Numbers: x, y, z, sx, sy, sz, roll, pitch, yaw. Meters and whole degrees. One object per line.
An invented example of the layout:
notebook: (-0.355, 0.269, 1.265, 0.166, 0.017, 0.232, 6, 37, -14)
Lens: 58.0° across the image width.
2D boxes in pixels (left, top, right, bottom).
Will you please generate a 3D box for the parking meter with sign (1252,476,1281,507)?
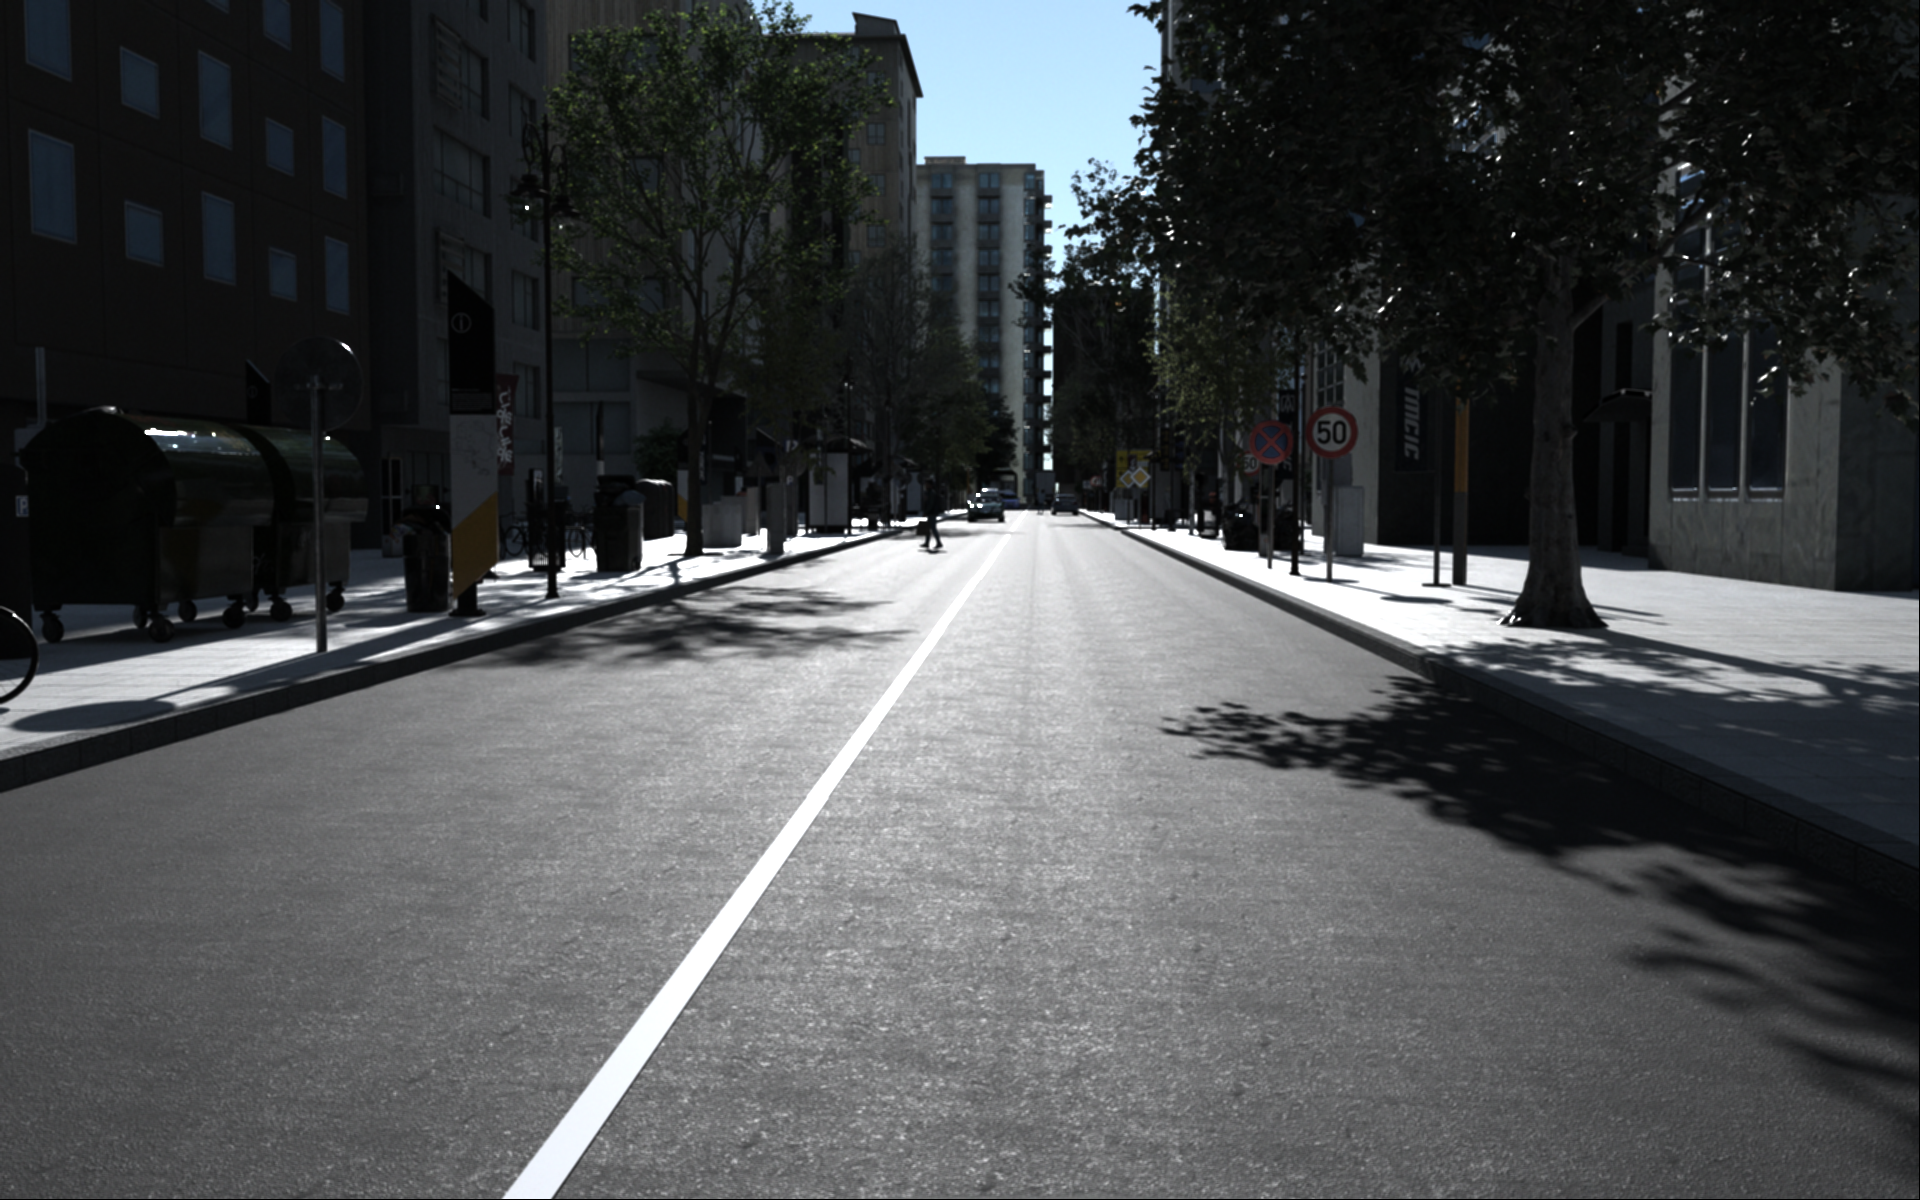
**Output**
parking meter with sign: (13.033, -4.818, 75.038, 1.738, 3.016, 0.543, 1, 4, 18)

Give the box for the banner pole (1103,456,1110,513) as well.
banner pole: (9.691, -7.613, 114.494, 0.863, 3.779, 0.401, -2, 4, -35)

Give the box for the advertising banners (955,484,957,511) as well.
advertising banners: (-0.299, -8.185, 130.014, 0.090, 3.025, 2.074, 0, 4, 1)

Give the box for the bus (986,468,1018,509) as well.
bus: (4.140, -10.635, 165.435, 2.896, 3.916, 12.252, 0, 4, 3)

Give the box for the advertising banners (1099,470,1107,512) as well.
advertising banners: (10.465, -7.854, 124.597, 0.090, 3.025, 2.074, 2, 4, 30)

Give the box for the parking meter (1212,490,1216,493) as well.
parking meter: (15.530, -5.935, 105.444, 0.372, 1.533, 0.369, 0, 3, 0)

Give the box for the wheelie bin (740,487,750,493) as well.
wheelie bin: (-9.859, -4.452, 80.697, 0.980, 1.594, 0.693, 1, 4, 11)

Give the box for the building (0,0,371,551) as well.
building: (-20.506, -23.303, 31.109, 14.600, 45.320, 14.200, 0, 4, 3)

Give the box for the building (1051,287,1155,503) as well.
building: (19.932, -28.823, 242.949, 14.107, 30.474, 14.160, 0, 4, 3)

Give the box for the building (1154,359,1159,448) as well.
building: (41.674, -24.646, 248.000, 28.899, 21.520, 27.650, 0, 4, 3)

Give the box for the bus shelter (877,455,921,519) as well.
bus shelter: (-3.388, -5.974, 91.598, 2.014, 3.302, 5.546, 0, 4, 3)

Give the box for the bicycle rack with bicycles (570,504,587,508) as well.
bicycle rack with bicycles: (-13.055, -2.809, 59.317, 2.925, 0.926, 2.852, 0, 4, 5)

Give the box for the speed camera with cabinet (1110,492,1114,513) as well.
speed camera with cabinet: (11.046, -7.403, 115.379, 2.038, 3.252, 0.660, 0, 4, -4)

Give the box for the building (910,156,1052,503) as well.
building: (-2.106, -38.449, 248.250, 30.456, 49.044, 23.786, 0, 4, 3)

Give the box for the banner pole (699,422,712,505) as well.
banner pole: (-8.905, -4.313, 60.533, 0.863, 3.779, 0.401, 2, 4, 33)

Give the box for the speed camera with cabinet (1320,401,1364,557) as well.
speed camera with cabinet: (8.015, -2.567, 36.302, 0.660, 3.252, 2.038, 0, 4, 2)

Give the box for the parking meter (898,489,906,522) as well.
parking meter: (-2.708, -4.421, 80.701, 0.372, 1.533, 0.369, 0, 3, 0)

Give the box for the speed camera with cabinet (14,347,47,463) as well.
speed camera with cabinet: (-12.857, -1.746, 22.880, 2.038, 3.252, 0.660, -2, 4, -33)

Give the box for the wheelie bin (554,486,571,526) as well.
wheelie bin: (-16.235, -3.819, 70.342, 0.980, 1.594, 0.693, 0, 4, 1)

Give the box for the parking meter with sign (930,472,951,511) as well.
parking meter with sign: (-1.622, -8.679, 138.163, 1.738, 3.016, 0.543, 0, 4, 7)

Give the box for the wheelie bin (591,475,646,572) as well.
wheelie bin: (-5.680, -1.275, 28.758, 0.980, 1.594, 0.693, 1, 4, 10)

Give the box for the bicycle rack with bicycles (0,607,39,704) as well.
bicycle rack with bicycles: (-7.042, 0.185, 10.351, 2.925, 0.926, 2.852, 0, 4, -8)

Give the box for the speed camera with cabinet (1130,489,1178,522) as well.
speed camera with cabinet: (9.054, -5.244, 80.078, 2.038, 3.252, 0.660, 0, 4, -3)

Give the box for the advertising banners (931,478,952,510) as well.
advertising banners: (-1.489, -8.851, 140.908, 2.074, 3.025, 0.090, 2, 4, 28)

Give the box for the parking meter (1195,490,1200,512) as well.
parking meter: (15.866, -6.548, 115.466, 0.372, 1.533, 0.369, 0, 3, 0)

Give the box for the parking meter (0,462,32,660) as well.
parking meter: (-7.462, -0.312, 13.506, 0.372, 1.533, 0.369, 0, 3, 0)

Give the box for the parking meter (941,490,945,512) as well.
parking meter: (-1.249, -6.956, 122.148, 0.372, 1.533, 0.369, 0, 3, 0)

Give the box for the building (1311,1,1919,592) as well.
building: (21.363, -44.191, 35.200, 22.319, 86.520, 31.000, 0, 4, 3)

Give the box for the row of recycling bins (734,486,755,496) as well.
row of recycling bins: (-14.055, -6.282, 109.821, 3.534, 1.692, 1.069, 1, 4, 14)

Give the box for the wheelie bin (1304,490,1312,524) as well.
wheelie bin: (15.261, -4.087, 74.735, 0.980, 1.594, 0.693, 1, 4, 9)

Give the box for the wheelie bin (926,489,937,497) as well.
wheelie bin: (-1.865, -6.570, 115.320, 0.980, 1.594, 0.693, -3, 5, -45)

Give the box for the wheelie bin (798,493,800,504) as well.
wheelie bin: (-8.658, -4.956, 88.936, 0.980, 1.594, 0.693, 3, 4, 37)

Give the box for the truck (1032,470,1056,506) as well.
truck: (10.200, -13.473, 209.191, 2.839, 4.237, 11.283, 0, 4, 2)

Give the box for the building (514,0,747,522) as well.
building: (-25.357, -30.685, 90.942, 28.713, 52.752, 27.495, 0, 4, 3)

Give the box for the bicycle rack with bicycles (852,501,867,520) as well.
bicycle rack with bicycles: (-5.518, -4.438, 85.940, 2.925, 0.926, 2.852, 1, 4, 17)

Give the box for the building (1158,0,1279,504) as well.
building: (30.387, -38.535, 172.052, 21.231, 58.520, 28.212, 0, 4, 3)

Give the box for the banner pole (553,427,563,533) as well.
banner pole: (-13.287, -4.095, 56.970, 0.401, 3.779, 0.863, -3, 5, -45)

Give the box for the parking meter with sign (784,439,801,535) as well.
parking meter with sign: (-5.332, -3.558, 54.430, 0.543, 3.016, 1.738, 0, 4, -1)

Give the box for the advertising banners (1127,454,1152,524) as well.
advertising banners: (8.095, -4.843, 75.365, 2.074, 3.025, 0.090, 3, 5, 43)

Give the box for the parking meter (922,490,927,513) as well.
parking meter: (-2.702, -7.558, 131.983, 0.372, 1.533, 0.369, 0, 3, 0)

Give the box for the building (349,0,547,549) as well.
building: (-19.106, -22.177, 46.196, 14.086, 41.232, 14.154, 0, 4, 3)

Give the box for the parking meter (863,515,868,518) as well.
parking meter: (-5.045, -5.202, 93.462, 0.372, 1.533, 0.369, 0, 3, 0)

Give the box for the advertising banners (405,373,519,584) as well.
advertising banners: (-7.014, -1.736, 24.579, 0.090, 3.025, 2.074, 2, 4, 33)

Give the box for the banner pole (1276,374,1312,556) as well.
banner pole: (7.009, -2.835, 36.372, 0.401, 3.779, 0.863, -3, 5, -45)

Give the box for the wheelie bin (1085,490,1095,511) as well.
wheelie bin: (10.014, -7.625, 132.569, 0.693, 1.594, 0.980, -2, 4, -33)

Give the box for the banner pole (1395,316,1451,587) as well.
banner pole: (6.444, -2.087, 24.134, 0.863, 3.779, 0.401, 2, 4, 35)

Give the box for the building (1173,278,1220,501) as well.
building: (25.595, -23.223, 151.399, 14.160, 30.474, 14.107, 0, 4, 3)

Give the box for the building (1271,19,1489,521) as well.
building: (23.169, -26.499, 83.373, 14.200, 45.320, 14.600, 0, 4, 3)

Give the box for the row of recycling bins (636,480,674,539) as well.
row of recycling bins: (-9.062, -2.673, 50.813, 1.069, 1.692, 3.534, 0, 4, -1)

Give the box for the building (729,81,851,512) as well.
building: (-15.494, -21.486, 123.001, 14.160, 30.474, 14.107, 0, 4, 3)

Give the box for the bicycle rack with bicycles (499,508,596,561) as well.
bicycle rack with bicycles: (-8.656, -1.303, 34.693, 2.852, 0.926, 2.925, -2, 4, -35)

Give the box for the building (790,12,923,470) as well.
building: (-18.855, -37.324, 199.487, 27.495, 52.752, 28.713, 0, 4, 3)

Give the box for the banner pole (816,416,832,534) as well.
banner pole: (-4.440, -4.026, 55.839, 0.401, 3.779, 0.863, -2, 4, -32)

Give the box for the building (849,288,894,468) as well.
building: (-21.116, -19.306, 160.686, 27.650, 21.520, 28.899, 0, 4, 3)

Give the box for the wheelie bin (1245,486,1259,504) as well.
wheelie bin: (11.972, -3.777, 69.655, 0.980, 1.594, 0.693, -1, 4, -11)
